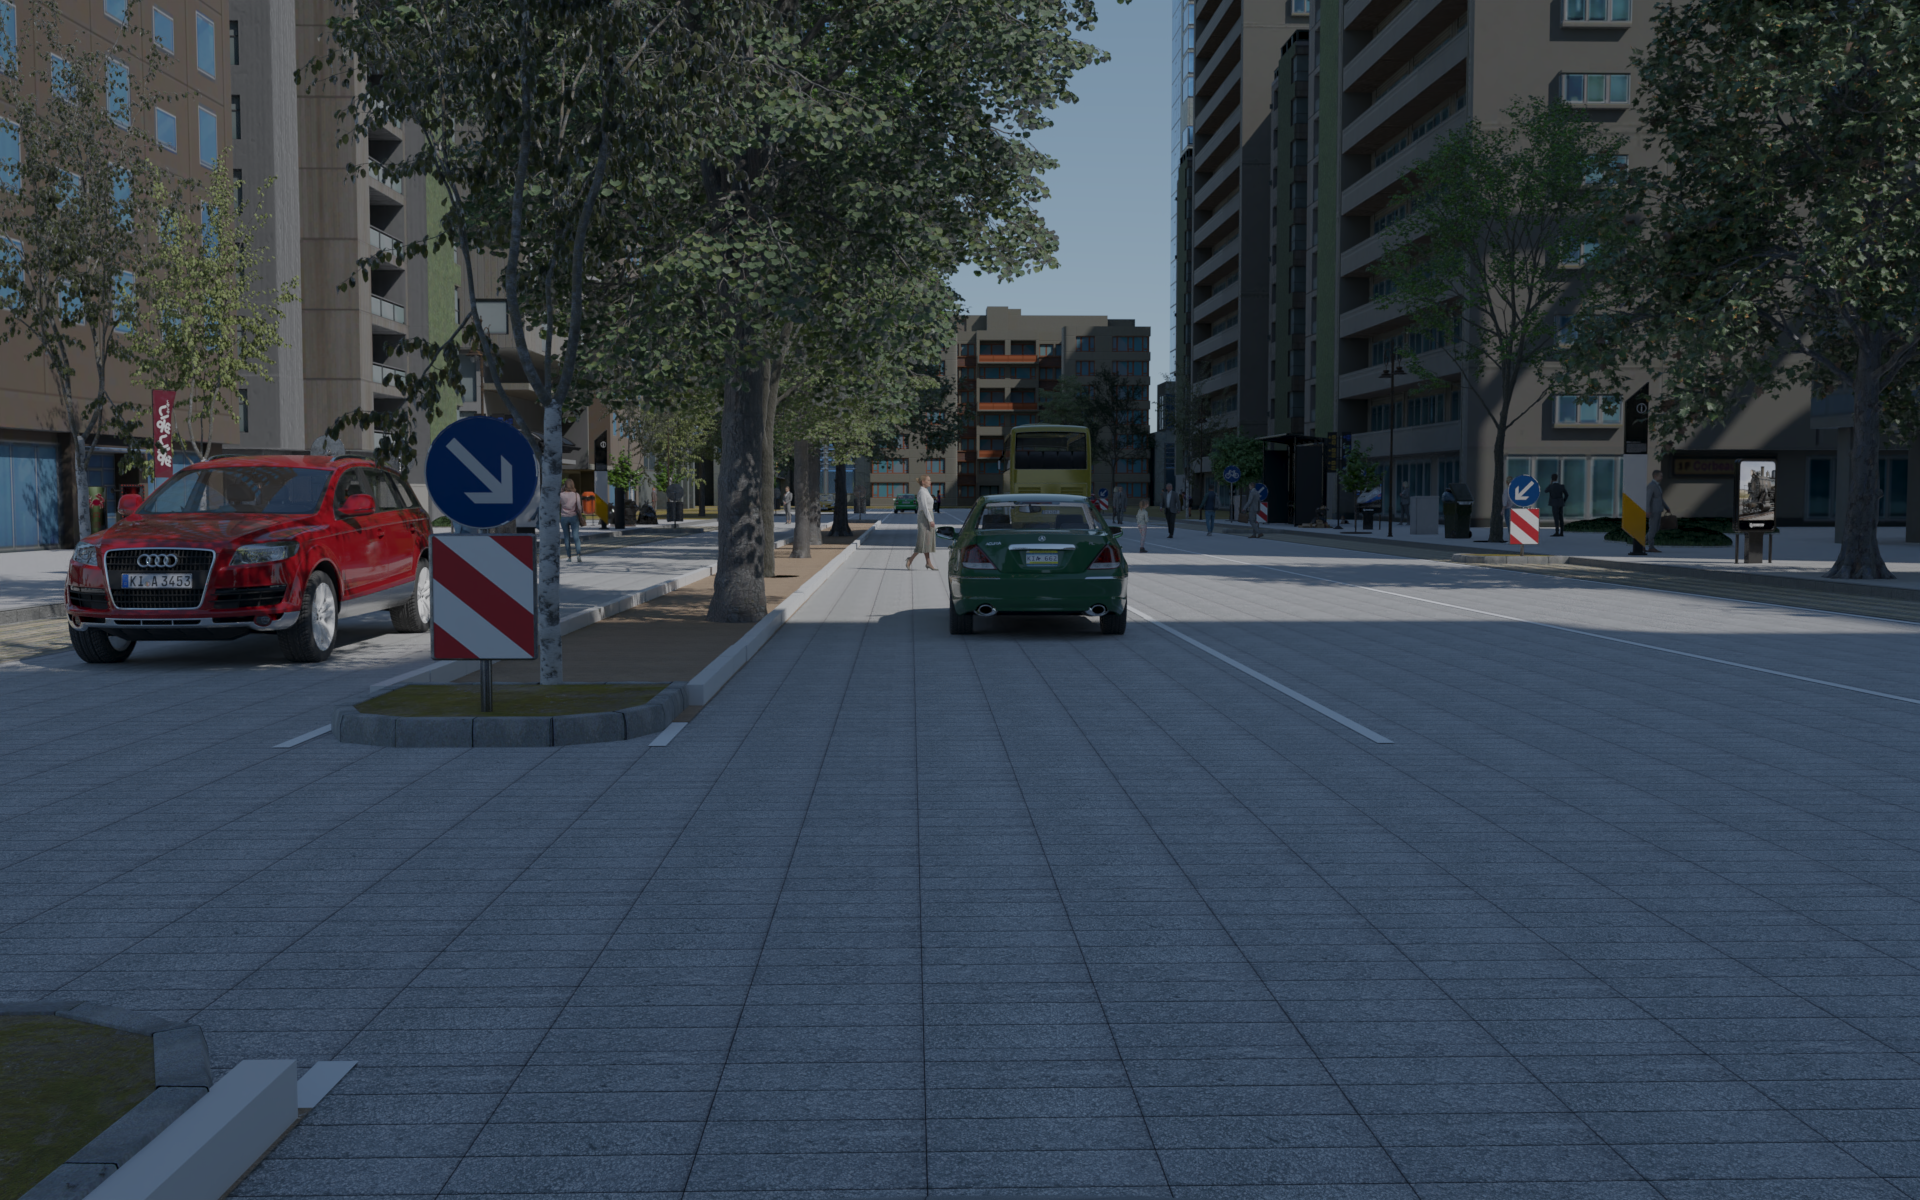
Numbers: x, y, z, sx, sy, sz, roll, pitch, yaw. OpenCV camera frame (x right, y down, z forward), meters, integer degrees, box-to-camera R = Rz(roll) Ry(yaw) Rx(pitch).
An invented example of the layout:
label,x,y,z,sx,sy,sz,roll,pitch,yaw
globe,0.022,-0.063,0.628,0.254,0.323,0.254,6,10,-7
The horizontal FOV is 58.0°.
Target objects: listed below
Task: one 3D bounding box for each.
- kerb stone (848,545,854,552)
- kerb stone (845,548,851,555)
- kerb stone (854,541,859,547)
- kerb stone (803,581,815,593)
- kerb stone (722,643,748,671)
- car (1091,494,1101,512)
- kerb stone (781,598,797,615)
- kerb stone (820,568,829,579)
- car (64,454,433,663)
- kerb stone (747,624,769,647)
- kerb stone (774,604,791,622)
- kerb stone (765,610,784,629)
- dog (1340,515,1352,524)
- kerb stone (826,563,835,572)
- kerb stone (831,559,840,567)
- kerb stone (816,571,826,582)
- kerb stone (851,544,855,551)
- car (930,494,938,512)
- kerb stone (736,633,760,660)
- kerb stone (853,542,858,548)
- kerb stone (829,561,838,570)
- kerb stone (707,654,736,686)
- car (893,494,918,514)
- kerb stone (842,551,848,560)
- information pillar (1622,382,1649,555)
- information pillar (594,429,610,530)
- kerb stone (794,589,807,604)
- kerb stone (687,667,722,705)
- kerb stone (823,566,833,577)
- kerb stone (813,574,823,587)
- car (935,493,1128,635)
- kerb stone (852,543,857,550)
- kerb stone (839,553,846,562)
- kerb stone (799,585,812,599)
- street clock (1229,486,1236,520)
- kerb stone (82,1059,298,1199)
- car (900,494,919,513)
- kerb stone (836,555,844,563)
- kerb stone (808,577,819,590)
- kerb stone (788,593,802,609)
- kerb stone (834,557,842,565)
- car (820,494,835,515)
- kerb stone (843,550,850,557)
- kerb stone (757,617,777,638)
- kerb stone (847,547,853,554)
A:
label,x,y,z,sx,sy,sz,roll,pitch,yaw
kerb stone,-2.628,-1.139,40.820,0.120,0.150,1.000,0,4,-2
kerb stone,-2.570,-1.014,38.777,0.120,0.150,1.000,0,4,-2
kerb stone,-2.751,-1.389,44.909,0.120,0.150,1.000,0,4,-2
kerb stone,-2.164,-0.137,24.437,0.120,0.150,1.000,0,4,-2
kerb stone,-1.863,0.489,14.203,0.120,0.150,1.000,0,4,-2
car,7.010,-5.513,99.179,2.155,1.783,4.494,0,4,-1
kerb stone,-2.041,0.113,20.344,0.120,0.150,1.000,0,4,-2
kerb stone,-2.283,-0.383,28.553,0.120,0.150,1.000,0,4,-2
car,-6.479,-0.471,16.381,2.281,1.827,5.304,0,4,-2
kerb stone,-1.918,0.365,16.250,0.120,0.150,1.000,0,4,-2
kerb stone,-2.011,0.176,19.317,0.120,0.150,1.000,0,4,-2
kerb stone,-1.988,0.239,18.294,0.120,0.150,1.000,0,4,-2
dog,16.464,-3.430,73.810,0.748,0.427,0.550,0,4,-7
kerb stone,-2.334,-0.514,30.597,0.120,0.150,1.000,0,4,-2
kerb stone,-2.394,-0.639,32.644,0.120,0.150,1.000,0,4,-2
kerb stone,-2.249,-0.326,27.521,0.120,0.150,1.000,0,4,-2
kerb stone,-2.667,-1.202,41.843,0.120,0.150,1.000,0,4,-2
car,-2.668,-7.991,140.446,2.009,1.686,4.222,0,4,-1
kerb stone,-1.883,0.428,15.225,0.120,0.150,1.000,0,4,-2
kerb stone,-2.713,-1.327,43.888,0.120,0.150,1.000,0,4,-2
kerb stone,-2.364,-0.574,31.619,0.120,0.150,1.000,0,4,-2
kerb stone,-1.834,0.552,13.178,0.120,0.150,1.000,0,4,-2
car,-4.000,-7.322,128.507,1.959,1.807,4.718,0,4,-1
kerb stone,-2.512,-0.885,36.733,0.120,0.150,1.000,0,4,-2
information pillar,14.123,-2.742,36.193,0.504,3.616,0.183,0,4,-1
information pillar,-12.947,-4.353,62.531,0.504,3.616,0.183,-3,4,-37
kerb stone,-2.100,-0.012,22.389,0.120,0.150,1.000,0,4,-2
kerb stone,-1.800,0.614,12.156,0.120,0.150,1.000,0,4,-2
kerb stone,-2.301,-0.448,29.576,0.120,0.150,1.000,0,4,-2
kerb stone,-2.217,-0.263,26.489,0.120,0.150,1.000,0,4,-2
car,0.788,-0.446,19.083,2.131,1.459,4.920,0,4,0
kerb stone,-2.694,-1.263,42.865,0.120,0.150,1.000,0,4,-2
kerb stone,-2.483,-0.827,35.709,0.120,0.150,1.000,0,4,-2
kerb stone,-2.126,-0.071,23.411,0.120,0.150,1.000,0,4,-2
street clock,13.494,-4.974,85.896,0.471,2.002,0.358,-1,4,-21
kerb stone,-1.556,1.151,3.447,0.120,0.150,1.000,0,4,-2
car,-3.743,-7.614,134.269,2.009,1.686,4.222,0,4,0
kerb stone,-2.454,-0.764,34.687,0.120,0.150,1.000,0,4,-2
kerb stone,-2.190,-0.200,25.459,0.120,0.150,1.000,0,4,-2
kerb stone,-2.073,0.053,21.366,0.120,0.150,1.000,0,4,-2
kerb stone,-2.428,-0.702,33.665,0.120,0.150,1.000,0,4,-2
car,-9.440,-6.767,120.866,2.015,1.641,3.980,0,4,-2
kerb stone,-2.533,-0.952,37.755,0.120,0.150,1.000,0,4,-2
kerb stone,-1.952,0.301,17.272,0.120,0.150,1.000,0,4,-2
kerb stone,-2.604,-1.077,39.798,0.120,0.150,1.000,0,4,-2
